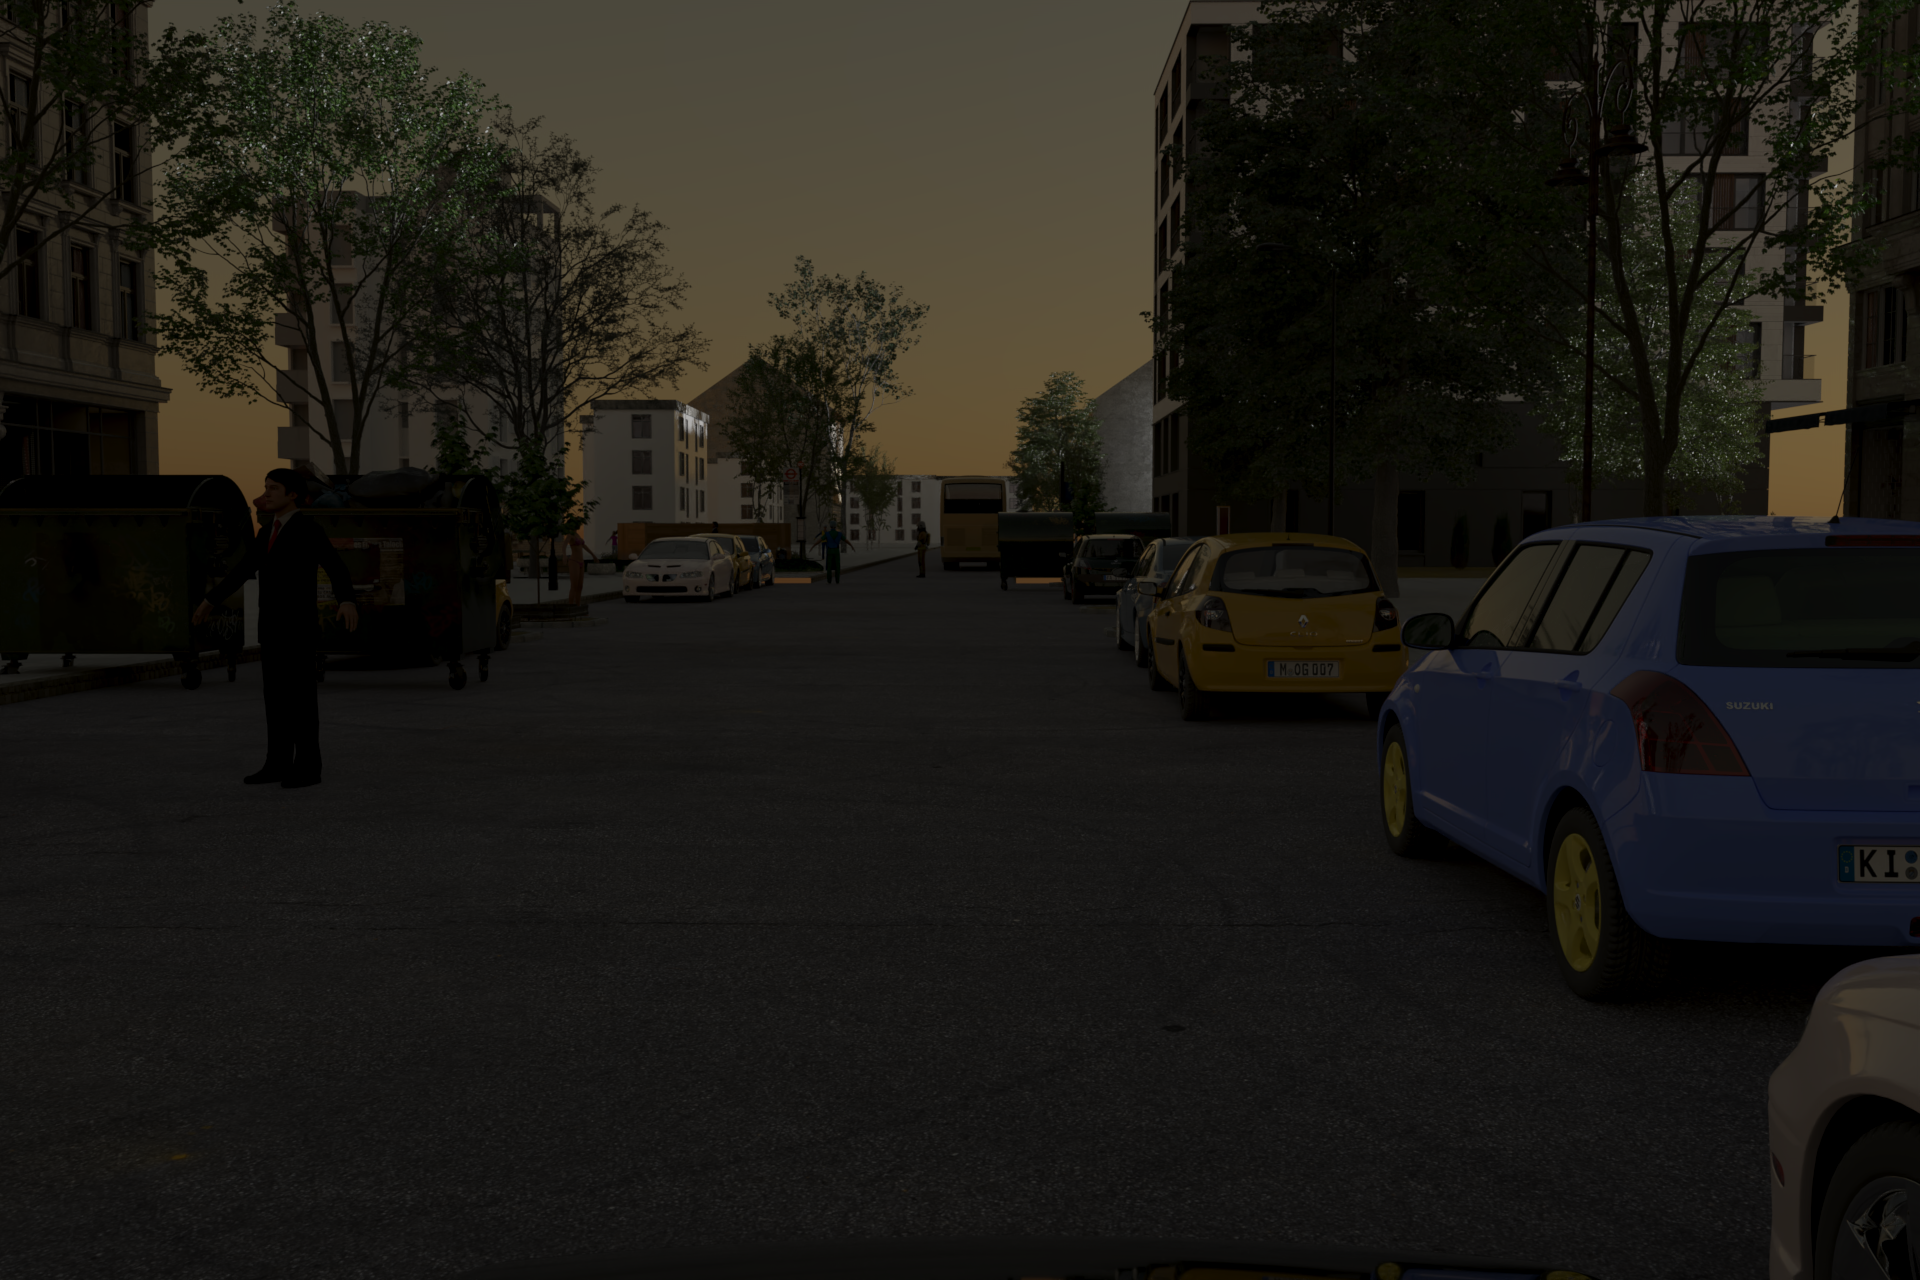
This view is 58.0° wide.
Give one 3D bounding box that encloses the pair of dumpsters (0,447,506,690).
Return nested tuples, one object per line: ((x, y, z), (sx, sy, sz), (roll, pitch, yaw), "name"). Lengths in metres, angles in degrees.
((-6.648, -0.693, 16.289), (4.436, 2.255, 1.574), (0, 4, 1), "pair of dumpsters")

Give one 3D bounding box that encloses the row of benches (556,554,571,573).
((-11.590, -2.161, 50.795), (1.422, 0.672, 4.104), (-1, 4, -12), "row of benches")

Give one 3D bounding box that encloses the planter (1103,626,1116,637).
((3.056, -0.214, 24.632), (1.991, 0.319, 1.994), (0, 4, 1), "planter")

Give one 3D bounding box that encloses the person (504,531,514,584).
((-11.826, -2.328, 44.839), (0.721, 1.736, 1.217), (-1, 4, -12), "person")

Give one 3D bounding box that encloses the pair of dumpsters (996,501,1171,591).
((3.148, -2.406, 44.290), (4.436, 2.255, 1.574), (0, 4, 1), "pair of dumpsters")

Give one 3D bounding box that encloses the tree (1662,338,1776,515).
((27.931, -6.929, 63.655), (4.737, 8.622, 4.395), (0, 3, 0), "tree")

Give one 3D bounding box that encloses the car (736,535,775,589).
((-6.082, -2.144, 47.062), (2.014, 1.417, 4.499), (0, 4, 1), "car")

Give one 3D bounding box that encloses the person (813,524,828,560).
((-6.651, -4.838, 85.568), (1.216, 1.772, 0.721), (0, 4, -7), "person")

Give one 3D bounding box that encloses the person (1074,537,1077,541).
((5.426, -4.142, 73.868), (1.345, 1.843, 0.704), (-1, 4, -14), "person")

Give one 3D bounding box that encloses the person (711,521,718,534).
((-8.935, -3.412, 62.512), (0.721, 1.740, 1.216), (0, 4, -6), "person")

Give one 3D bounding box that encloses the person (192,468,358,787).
((-3.871, -0.077, 9.910), (1.347, 1.806, 0.705), (2, 4, 30), "person")

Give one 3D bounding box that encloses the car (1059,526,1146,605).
((3.125, -1.641, 36.620), (2.009, 1.686, 4.222), (0, 3, 0), "car")

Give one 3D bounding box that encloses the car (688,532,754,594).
((-6.141, -1.985, 42.678), (2.015, 1.641, 3.980), (0, 4, 1), "car")

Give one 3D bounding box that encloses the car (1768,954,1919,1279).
((2.218, 0.702, 0.882), (2.083, 1.381, 4.827), (0, 3, 0), "car")

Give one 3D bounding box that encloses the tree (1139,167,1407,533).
((10.850, -9.308, 58.841), (9.857, 13.997, 8.962), (0, 3, 0), "tree")

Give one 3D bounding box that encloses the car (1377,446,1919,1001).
((2.744, 0.183, 6.598), (1.945, 1.707, 3.694), (0, 4, 1), "car")

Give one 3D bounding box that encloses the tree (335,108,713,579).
((-12.344, -8.525, 49.758), (12.009, 13.543, 11.850), (0, 3, 0), "tree")

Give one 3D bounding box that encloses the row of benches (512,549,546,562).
((-17.834, -3.364, 70.465), (1.422, 0.672, 4.104), (0, 4, 8), "row of benches")

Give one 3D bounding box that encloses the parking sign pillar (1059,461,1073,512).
((3.944, -4.670, 64.831), (1.447, 3.967, 1.447), (0, 4, 1), "parking sign pillar")

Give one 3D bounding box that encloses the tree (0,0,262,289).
((-12.581, -5.842, 21.275), (9.928, 11.665, 9.643), (0, 3, 0), "tree")

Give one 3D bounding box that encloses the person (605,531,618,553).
((-15.688, -4.252, 78.794), (0.991, 1.433, 0.599), (1, 4, 15), "person")

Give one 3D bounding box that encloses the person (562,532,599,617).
((-6.597, -1.273, 30.075), (0.721, 1.733, 1.217), (1, 4, 15), "person")

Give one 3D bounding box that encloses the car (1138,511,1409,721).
((2.562, -0.273, 14.685), (2.015, 1.641, 3.980), (0, 4, 1), "car")

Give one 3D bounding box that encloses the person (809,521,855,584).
((-3.646, -2.513, 49.677), (1.347, 1.817, 0.704), (-1, 4, -16), "person")

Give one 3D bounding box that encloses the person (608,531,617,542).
((-16.466, -4.780, 84.377), (1.346, 1.802, 0.704), (-1, 4, -15), "person")

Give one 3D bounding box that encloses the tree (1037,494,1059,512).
((12.718, -17.871, 242.557), (4.737, 8.622, 4.395), (0, 3, 0), "tree")

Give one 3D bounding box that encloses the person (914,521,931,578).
((-1.290, -2.985, 57.023), (0.705, 1.858, 1.354), (0, 4, 7), "person")

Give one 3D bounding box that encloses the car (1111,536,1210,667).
((2.781, -0.482, 19.887), (2.014, 1.417, 4.499), (0, 4, 1), "car")

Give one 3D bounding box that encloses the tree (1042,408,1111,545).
((6.790, -9.182, 100.494), (4.360, 8.622, 3.978), (0, 3, 0), "tree")

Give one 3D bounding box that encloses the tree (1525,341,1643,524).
((21.976, -6.852, 62.400), (4.360, 8.622, 3.978), (0, 3, 0), "tree")

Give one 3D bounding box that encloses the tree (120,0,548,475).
((-11.928, -6.589, 33.493), (9.928, 11.665, 9.643), (0, 3, 0), "tree")

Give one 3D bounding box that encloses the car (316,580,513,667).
((-6.470, -0.596, 19.970), (2.015, 1.641, 3.980), (0, 4, 1), "car")

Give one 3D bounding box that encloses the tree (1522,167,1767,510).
((21.390, -8.344, 54.559), (7.486, 12.596, 7.792), (0, 3, 0), "tree")

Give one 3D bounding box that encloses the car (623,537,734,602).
((-6.097, -1.563, 37.909), (2.083, 1.381, 4.827), (0, 4, 1), "car")

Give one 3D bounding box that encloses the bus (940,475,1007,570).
((0.535, -4.895, 71.579), (2.896, 3.916, 12.252), (0, 4, 0), "bus")
